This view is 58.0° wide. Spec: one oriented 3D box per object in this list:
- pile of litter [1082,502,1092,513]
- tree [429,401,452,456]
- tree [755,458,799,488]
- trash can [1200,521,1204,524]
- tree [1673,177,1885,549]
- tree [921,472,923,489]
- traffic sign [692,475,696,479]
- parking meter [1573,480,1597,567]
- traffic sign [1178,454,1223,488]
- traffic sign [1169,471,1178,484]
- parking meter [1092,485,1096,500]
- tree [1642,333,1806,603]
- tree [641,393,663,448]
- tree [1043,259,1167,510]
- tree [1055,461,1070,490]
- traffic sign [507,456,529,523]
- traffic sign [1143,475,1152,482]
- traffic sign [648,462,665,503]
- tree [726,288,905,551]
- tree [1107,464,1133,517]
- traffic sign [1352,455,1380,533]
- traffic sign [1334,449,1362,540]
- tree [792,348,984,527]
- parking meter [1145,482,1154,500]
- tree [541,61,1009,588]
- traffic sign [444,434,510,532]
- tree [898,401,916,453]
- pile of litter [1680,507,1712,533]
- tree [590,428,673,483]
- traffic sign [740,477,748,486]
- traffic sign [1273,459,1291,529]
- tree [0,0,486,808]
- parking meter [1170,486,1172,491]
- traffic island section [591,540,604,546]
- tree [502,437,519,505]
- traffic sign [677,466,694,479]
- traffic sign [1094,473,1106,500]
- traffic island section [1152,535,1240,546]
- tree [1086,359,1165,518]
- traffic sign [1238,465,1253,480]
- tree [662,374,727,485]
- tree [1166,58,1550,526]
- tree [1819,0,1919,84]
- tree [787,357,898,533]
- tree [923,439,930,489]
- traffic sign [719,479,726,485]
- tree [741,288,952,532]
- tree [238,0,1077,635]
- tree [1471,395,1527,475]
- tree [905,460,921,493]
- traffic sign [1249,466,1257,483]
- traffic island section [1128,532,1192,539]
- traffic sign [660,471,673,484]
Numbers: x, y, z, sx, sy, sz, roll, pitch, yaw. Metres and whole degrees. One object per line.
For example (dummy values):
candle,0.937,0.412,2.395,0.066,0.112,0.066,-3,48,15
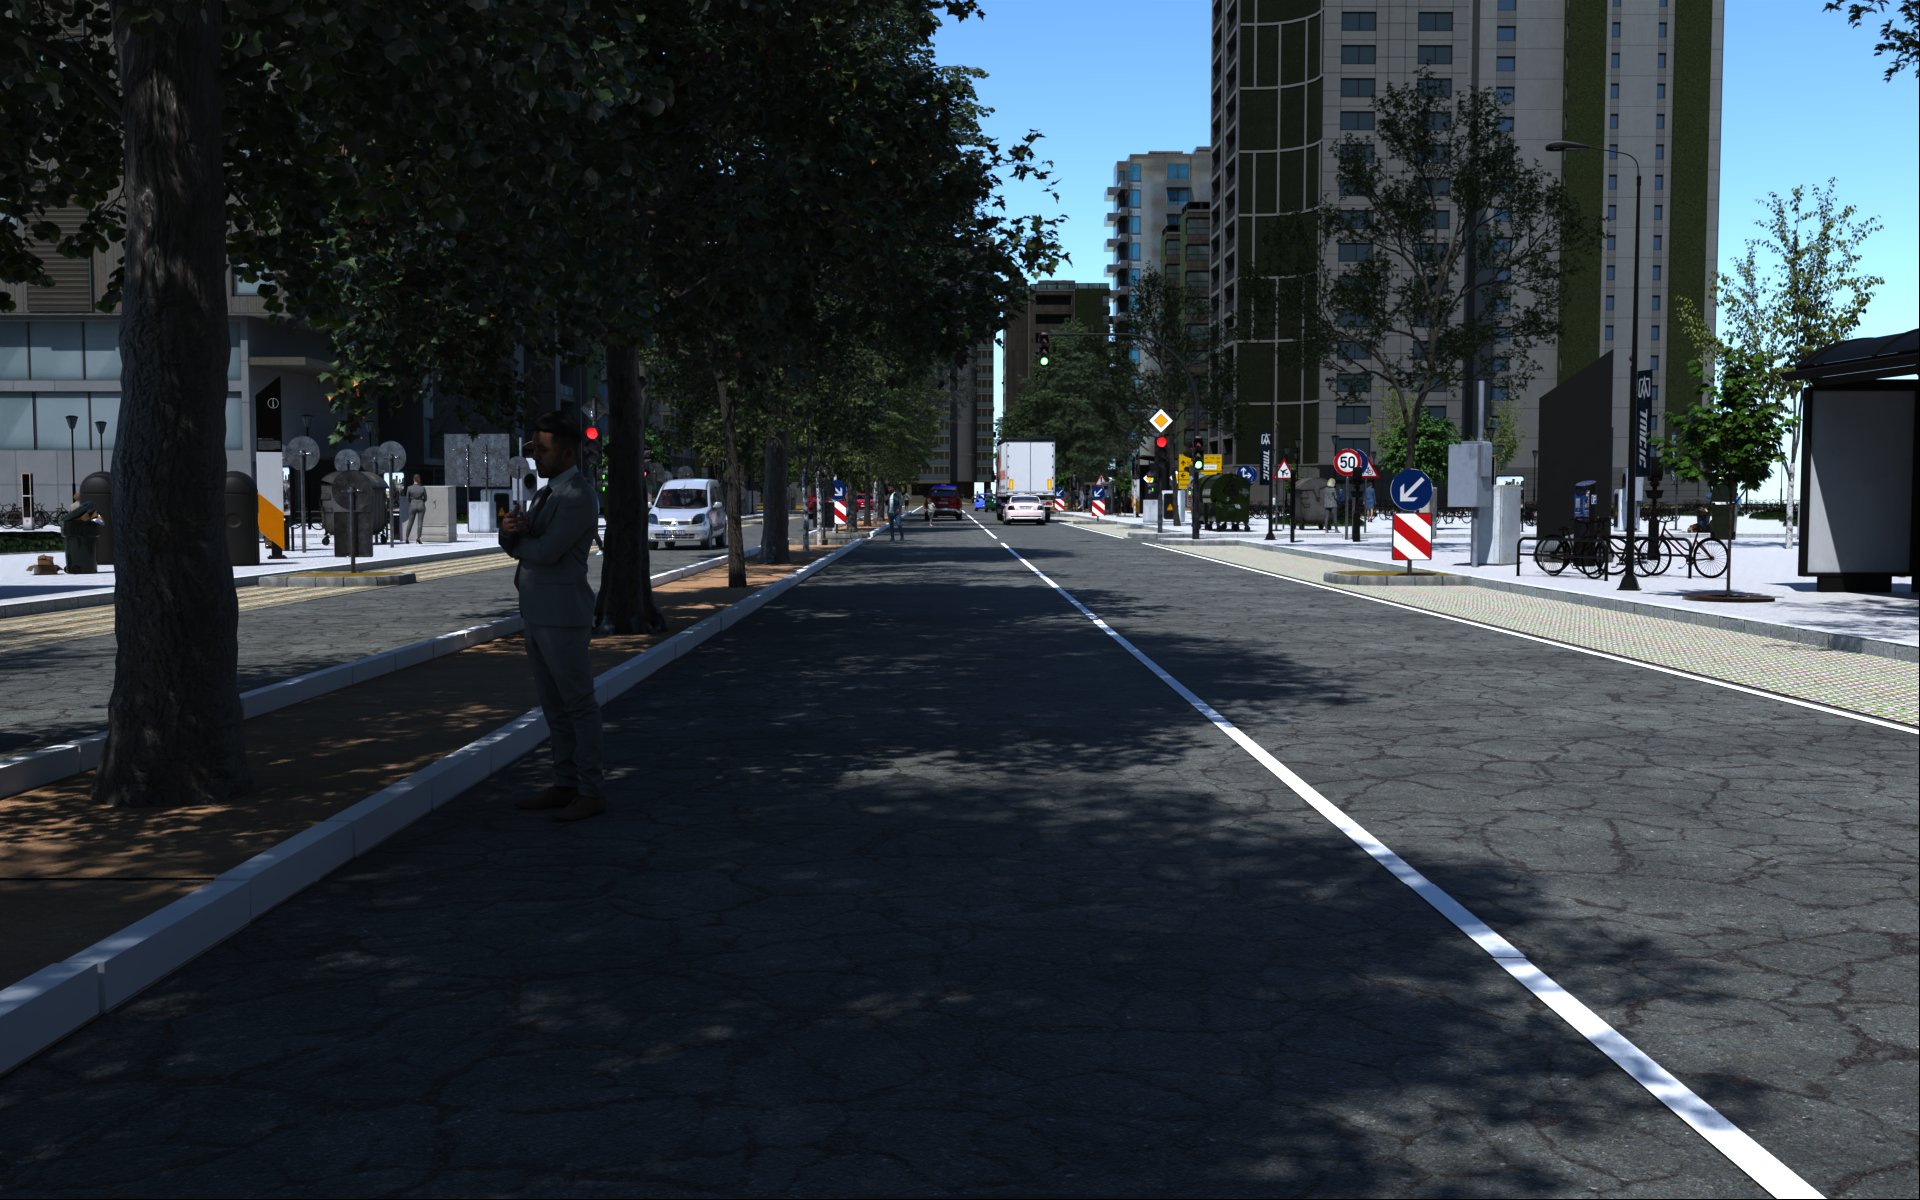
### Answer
pile of litter,9.002,-6.483,119.963,1.176,0.858,1.719,2,4,25
tree,-32.319,-9.285,102.177,4.360,8.622,3.978,0,3,0
tree,-13.672,-8.888,129.039,4.285,4.588,4.351,0,3,0
trash can,10.191,-3.780,73.456,0.748,1.137,0.748,0,3,0
tree,19.269,-5.512,40.479,4.737,8.622,4.395,0,3,0
tree,-4.689,-9.425,106.922,4.737,8.622,4.395,0,3,0
traffic sign,-16.568,-6.485,106.133,0.768,2.556,0.104,1,4,9
parking meter,11.107,-1.368,30.781,0.372,1.533,0.369,0,3,0
traffic sign,12.214,-5.763,88.102,2.265,3.308,0.079,0,4,8
traffic sign,12.124,-5.944,96.924,0.795,2.593,0.064,0,4,2
parking meter,8.823,-6.578,113.259,0.255,1.863,0.399,-3,4,-36
tree,9.348,-1.613,20.981,1.663,3.219,1.824,0,3,0
tree,-22.712,-10.641,124.346,4.737,8.622,4.395,0,3,0
tree,8.399,-8.248,69.271,7.601,10.594,8.767,2,4,24
tree,8.427,-10.088,148.650,4.285,4.588,4.351,0,3,0
traffic sign,-14.776,-3.536,57.914,0.768,2.556,0.104,0,4,4
traffic sign,11.112,-6.211,101.286,0.795,2.593,0.064,0,4,7
traffic sign,-12.243,-4.247,69.539,0.768,2.556,0.104,0,3,0
tree,-3.851,-5.795,47.564,4.737,8.622,4.395,0,3,0
tree,9.510,-6.379,98.893,1.663,3.219,1.824,0,3,0
traffic sign,13.359,-3.489,57.047,0.884,2.594,0.081,0,4,7
traffic sign,10.865,-2.967,48.611,0.768,2.556,0.104,1,4,8
tree,-4.026,-9.944,75.403,12.009,13.543,11.850,0,3,0
parking meter,9.245,-4.822,84.545,0.399,1.863,0.255,-1,4,-13
tree,-3.379,-5.481,26.485,8.767,10.594,7.601,0,4,-1
traffic sign,-16.284,-3.947,58.405,2.265,3.308,0.079,0,4,6
tree,-4.144,-8.012,83.821,4.360,8.622,3.978,0,3,0
pile of litter,24.719,-2.665,57.536,1.176,0.858,1.719,-3,4,-37
tree,-13.615,-5.407,72.112,4.285,4.588,4.351,0,3,0
traffic sign,-16.430,-8.047,131.670,0.768,2.556,0.104,0,4,3
traffic sign,11.851,-3.878,63.404,0.884,2.594,0.081,0,4,4
tree,-3.736,-6.040,7.872,9.857,13.997,8.962,0,3,0
parking meter,12.985,-6.248,107.864,0.255,1.863,0.399,3,5,43
traffic island section,-10.333,-1.635,49.013,2.009,0.180,2.903,0,4,-1
tree,-24.165,-6.761,94.254,4.285,4.588,4.351,0,3,0
traffic sign,-12.311,-4.739,77.587,0.768,2.556,0.104,1,4,9
traffic sign,8.886,-6.669,109.035,0.884,2.594,0.081,0,4,0
traffic island section,6.707,-1.645,49.183,2.009,0.180,2.903,0,4,-1
tree,9.153,-8.687,92.391,4.360,8.622,3.978,0,3,0
traffic sign,12.650,-4.703,77.003,0.768,2.556,0.104,0,4,2
tree,-13.715,-9.020,97.832,4.737,8.622,4.395,0,3,0
tree,9.819,-6.346,38.169,8.767,10.594,7.601,1,4,21
tree,9.838,-4.720,11.590,8.767,10.594,7.601,3,5,42
tree,-4.197,-6.413,57.678,4.360,8.622,3.978,0,3,0
tree,-4.077,-10.216,119.856,4.737,8.622,4.395,0,3,0
traffic sign,-17.416,-7.738,126.519,0.884,2.594,0.081,0,4,1
tree,-4.137,-8.813,64.679,7.486,12.596,7.792,0,3,0
tree,-3.464,-6.010,17.729,9.611,12.733,9.660,0,3,0
tree,40.121,-10.899,128.564,4.737,8.622,4.395,0,3,0
tree,-4.539,-8.768,96.170,4.737,8.622,4.395,0,3,0
traffic sign,13.197,-4.840,79.234,0.768,2.556,0.104,0,4,2
traffic island section,6.625,-2.134,57.167,2.009,0.180,2.903,0,4,-1
traffic sign,-15.979,-5.748,94.079,0.768,2.556,0.104,1,4,9
